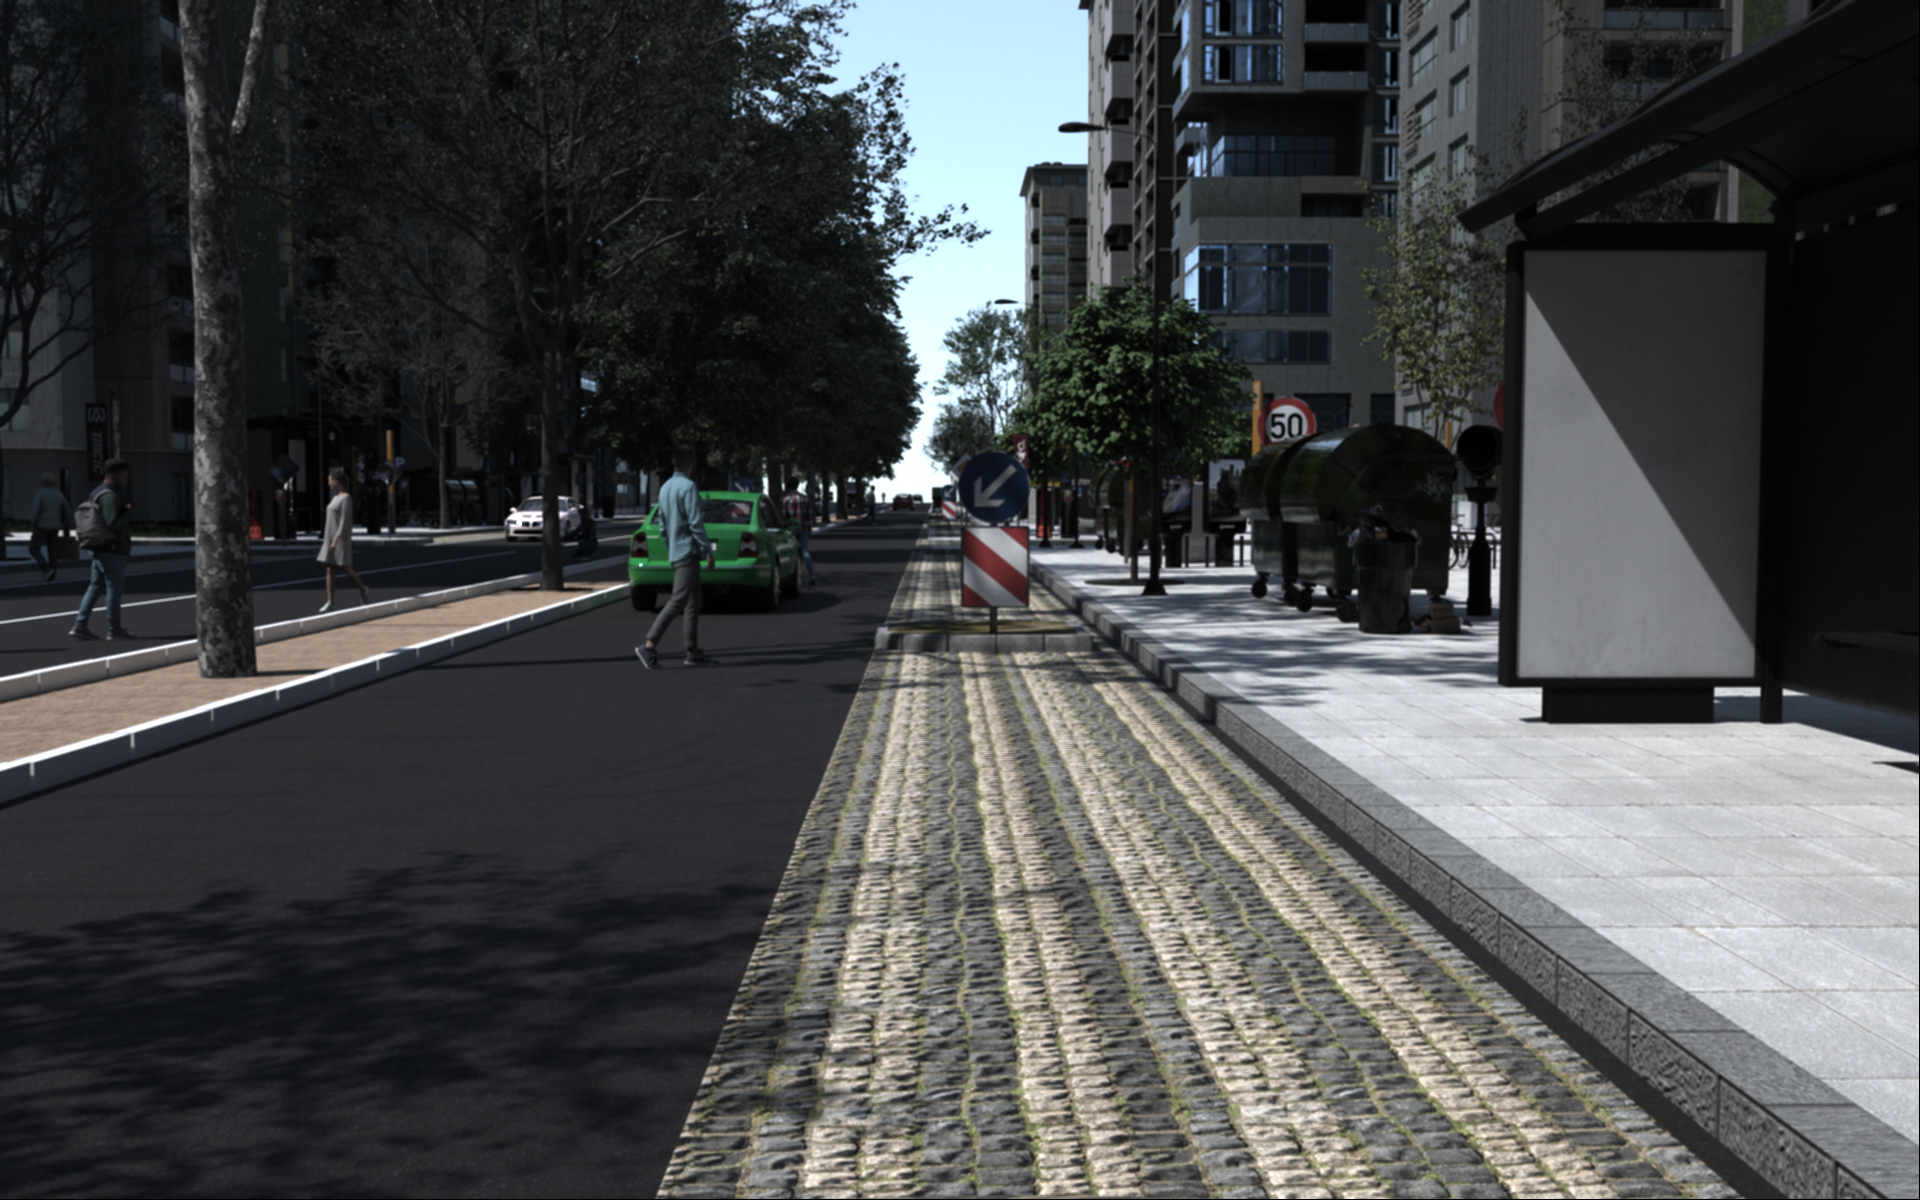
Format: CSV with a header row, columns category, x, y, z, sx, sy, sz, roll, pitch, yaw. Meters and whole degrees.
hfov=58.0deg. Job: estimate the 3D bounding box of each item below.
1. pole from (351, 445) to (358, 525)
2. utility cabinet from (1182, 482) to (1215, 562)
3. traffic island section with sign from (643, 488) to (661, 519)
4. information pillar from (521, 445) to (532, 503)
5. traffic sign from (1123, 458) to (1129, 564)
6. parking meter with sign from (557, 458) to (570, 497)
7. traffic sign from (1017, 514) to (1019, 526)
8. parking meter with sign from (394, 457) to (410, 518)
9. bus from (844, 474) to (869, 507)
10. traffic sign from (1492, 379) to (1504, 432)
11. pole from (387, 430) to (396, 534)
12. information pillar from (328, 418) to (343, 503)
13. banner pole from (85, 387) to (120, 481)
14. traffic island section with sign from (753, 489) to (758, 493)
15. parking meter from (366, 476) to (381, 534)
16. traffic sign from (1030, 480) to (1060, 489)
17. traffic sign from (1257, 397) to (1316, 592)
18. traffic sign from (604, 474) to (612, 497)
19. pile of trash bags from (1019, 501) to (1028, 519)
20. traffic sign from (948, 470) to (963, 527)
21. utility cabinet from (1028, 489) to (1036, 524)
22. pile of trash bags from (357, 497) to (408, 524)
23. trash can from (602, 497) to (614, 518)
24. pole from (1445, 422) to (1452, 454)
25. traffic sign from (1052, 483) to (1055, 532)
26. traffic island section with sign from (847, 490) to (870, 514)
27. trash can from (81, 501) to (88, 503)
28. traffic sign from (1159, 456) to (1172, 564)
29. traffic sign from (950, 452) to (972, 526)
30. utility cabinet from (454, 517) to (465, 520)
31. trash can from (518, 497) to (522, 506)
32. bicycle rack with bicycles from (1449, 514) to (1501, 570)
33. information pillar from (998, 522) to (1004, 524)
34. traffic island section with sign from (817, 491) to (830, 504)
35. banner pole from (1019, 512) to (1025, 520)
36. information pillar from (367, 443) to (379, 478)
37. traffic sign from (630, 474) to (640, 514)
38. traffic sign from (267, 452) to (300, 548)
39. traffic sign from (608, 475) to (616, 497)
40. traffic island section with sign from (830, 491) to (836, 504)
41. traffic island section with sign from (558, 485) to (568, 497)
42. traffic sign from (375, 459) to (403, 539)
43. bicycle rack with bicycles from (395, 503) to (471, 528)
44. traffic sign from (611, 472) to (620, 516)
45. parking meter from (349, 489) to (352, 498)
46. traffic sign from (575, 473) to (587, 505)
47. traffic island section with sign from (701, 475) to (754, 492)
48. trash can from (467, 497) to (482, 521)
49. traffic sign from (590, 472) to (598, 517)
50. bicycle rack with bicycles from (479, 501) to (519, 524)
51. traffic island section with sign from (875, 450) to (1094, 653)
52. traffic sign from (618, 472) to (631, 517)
category,x,y,z,sx,sy,sz,roll,pitch,yaw
pole,-25.348,-4.810,72.480,0.158,3.312,0.155,0,3,0
utility cabinet,4.442,-1.453,32.443,0.318,1.500,1.173,3,5,40
traffic island section with sign,-17.012,-5.533,99.087,1.989,1.847,2.006,0,4,-1
information pillar,-20.599,-5.557,82.219,0.504,3.616,0.183,-2,4,-25
traffic sign,3.070,-1.942,31.864,0.768,2.556,0.104,0,4,8
parking meter with sign,-19.581,-5.302,82.945,1.738,3.016,0.543,-1,4,-10
traffic sign,1.928,-3.495,57.155,0.884,2.594,0.081,0,4,6
parking meter with sign,-25.952,-5.165,80.708,0.543,3.016,1.738,-2,4,-26
bus,-11.236,-11.858,185.432,2.896,3.916,12.252,0,4,-1
traffic sign,5.722,-1.061,17.457,0.768,2.556,0.104,0,3,0
pole,-18.208,-3.766,55.416,0.158,3.312,0.155,0,3,0
information pillar,-19.275,-3.801,53.495,0.504,3.616,0.183,1,4,21
banner pole,-20.683,-3.175,41.922,0.863,3.779,0.401,-2,4,-27
traffic island section with sign,-17.690,-8.602,149.273,1.989,1.847,2.006,0,4,-1
parking meter,-18.736,-3.036,55.352,0.399,1.863,0.255,1,4,23
traffic sign,3.577,-4.182,62.255,2.265,3.308,0.079,0,4,8
traffic sign,4.274,-1.384,22.736,0.768,2.556,0.104,1,4,8
traffic sign,-22.480,-6.799,111.275,0.768,2.556,0.104,0,4,3
pile of trash bags,3.774,-4.854,89.118,1.912,1.369,3.447,-1,4,-19
traffic sign,0.047,-2.814,49.647,0.795,2.450,0.064,0,4,-1
utility cabinet,3.436,-3.981,73.761,1.173,1.500,0.318,3,5,41
pile of trash bags,-25.189,-3.915,73.769,3.447,1.369,1.912,0,4,7
trash can,-18.673,-4.909,91.910,0.748,1.137,0.748,0,3,0
pole,13.793,-3.370,48.950,0.158,3.312,0.155,0,3,0
traffic sign,3.178,-3.599,58.954,0.768,2.556,0.104,1,4,9
traffic island section with sign,-7.167,-7.113,124.432,2.006,1.907,1.989,0,4,-1
trash can,-18.999,-1.627,38.260,0.748,1.137,0.748,0,3,0
traffic sign,3.668,-1.930,31.663,0.768,2.556,0.104,0,4,1
traffic sign,0.157,-2.325,41.663,0.795,2.450,0.064,0,4,-1
utility cabinet,-24.736,-4.544,85.454,0.306,1.237,1.020,-3,5,-44
trash can,-22.313,-4.721,88.841,0.748,1.137,0.748,0,3,0
bicycle rack with bicycles,7.996,-1.022,30.090,2.852,0.926,2.925,-1,4,-12
information pillar,1.681,-4.281,74.489,0.304,2.012,0.304,-3,4,-36
traffic island section with sign,-18.836,-13.668,232.094,1.989,1.847,2.006,0,4,-1
banner pole,2.814,-5.880,86.147,0.863,3.779,0.401,2,4,30
information pillar,-26.710,-5.348,78.787,0.504,3.616,0.183,-2,4,-25
traffic sign,-20.885,-6.790,111.130,0.768,2.556,0.104,0,4,3
traffic sign,-16.186,-2.313,41.459,0.795,2.450,0.064,0,4,-1
traffic sign,-22.198,-6.780,110.959,0.768,2.556,0.104,0,4,3
traffic island section with sign,-19.204,-15.316,259.047,1.989,1.847,2.006,0,4,-1
traffic island section with sign,-16.636,-3.869,71.885,1.989,1.847,2.006,0,4,-1
traffic sign,-16.296,-2.801,49.444,0.795,2.450,0.064,0,4,-1
bicycle rack with bicycles,-20.129,-3.211,65.889,2.925,0.926,2.852,-1,4,-12
traffic sign,-19.733,-6.086,99.614,0.768,2.556,0.104,0,4,7
parking meter,-26.516,-4.110,75.615,0.372,1.533,0.369,0,3,0
traffic sign,-18.503,-5.041,84.558,0.606,2.300,0.079,0,4,2
traffic island section with sign,-6.032,-2.065,41.894,2.006,1.907,1.989,0,4,-1
trash can,-21.772,-4.028,77.516,0.748,1.137,0.748,0,3,0
traffic sign,-20.459,-5.864,95.982,0.768,2.556,0.104,0,4,4
bicycle rack with bicycles,-20.369,-3.776,75.115,2.852,0.926,2.925,-2,4,-24
traffic island section with sign,0.195,-0.481,16.498,1.989,1.847,2.006,0,4,-1
traffic sign,-18.989,-5.988,98.010,0.768,2.556,0.104,0,4,3
